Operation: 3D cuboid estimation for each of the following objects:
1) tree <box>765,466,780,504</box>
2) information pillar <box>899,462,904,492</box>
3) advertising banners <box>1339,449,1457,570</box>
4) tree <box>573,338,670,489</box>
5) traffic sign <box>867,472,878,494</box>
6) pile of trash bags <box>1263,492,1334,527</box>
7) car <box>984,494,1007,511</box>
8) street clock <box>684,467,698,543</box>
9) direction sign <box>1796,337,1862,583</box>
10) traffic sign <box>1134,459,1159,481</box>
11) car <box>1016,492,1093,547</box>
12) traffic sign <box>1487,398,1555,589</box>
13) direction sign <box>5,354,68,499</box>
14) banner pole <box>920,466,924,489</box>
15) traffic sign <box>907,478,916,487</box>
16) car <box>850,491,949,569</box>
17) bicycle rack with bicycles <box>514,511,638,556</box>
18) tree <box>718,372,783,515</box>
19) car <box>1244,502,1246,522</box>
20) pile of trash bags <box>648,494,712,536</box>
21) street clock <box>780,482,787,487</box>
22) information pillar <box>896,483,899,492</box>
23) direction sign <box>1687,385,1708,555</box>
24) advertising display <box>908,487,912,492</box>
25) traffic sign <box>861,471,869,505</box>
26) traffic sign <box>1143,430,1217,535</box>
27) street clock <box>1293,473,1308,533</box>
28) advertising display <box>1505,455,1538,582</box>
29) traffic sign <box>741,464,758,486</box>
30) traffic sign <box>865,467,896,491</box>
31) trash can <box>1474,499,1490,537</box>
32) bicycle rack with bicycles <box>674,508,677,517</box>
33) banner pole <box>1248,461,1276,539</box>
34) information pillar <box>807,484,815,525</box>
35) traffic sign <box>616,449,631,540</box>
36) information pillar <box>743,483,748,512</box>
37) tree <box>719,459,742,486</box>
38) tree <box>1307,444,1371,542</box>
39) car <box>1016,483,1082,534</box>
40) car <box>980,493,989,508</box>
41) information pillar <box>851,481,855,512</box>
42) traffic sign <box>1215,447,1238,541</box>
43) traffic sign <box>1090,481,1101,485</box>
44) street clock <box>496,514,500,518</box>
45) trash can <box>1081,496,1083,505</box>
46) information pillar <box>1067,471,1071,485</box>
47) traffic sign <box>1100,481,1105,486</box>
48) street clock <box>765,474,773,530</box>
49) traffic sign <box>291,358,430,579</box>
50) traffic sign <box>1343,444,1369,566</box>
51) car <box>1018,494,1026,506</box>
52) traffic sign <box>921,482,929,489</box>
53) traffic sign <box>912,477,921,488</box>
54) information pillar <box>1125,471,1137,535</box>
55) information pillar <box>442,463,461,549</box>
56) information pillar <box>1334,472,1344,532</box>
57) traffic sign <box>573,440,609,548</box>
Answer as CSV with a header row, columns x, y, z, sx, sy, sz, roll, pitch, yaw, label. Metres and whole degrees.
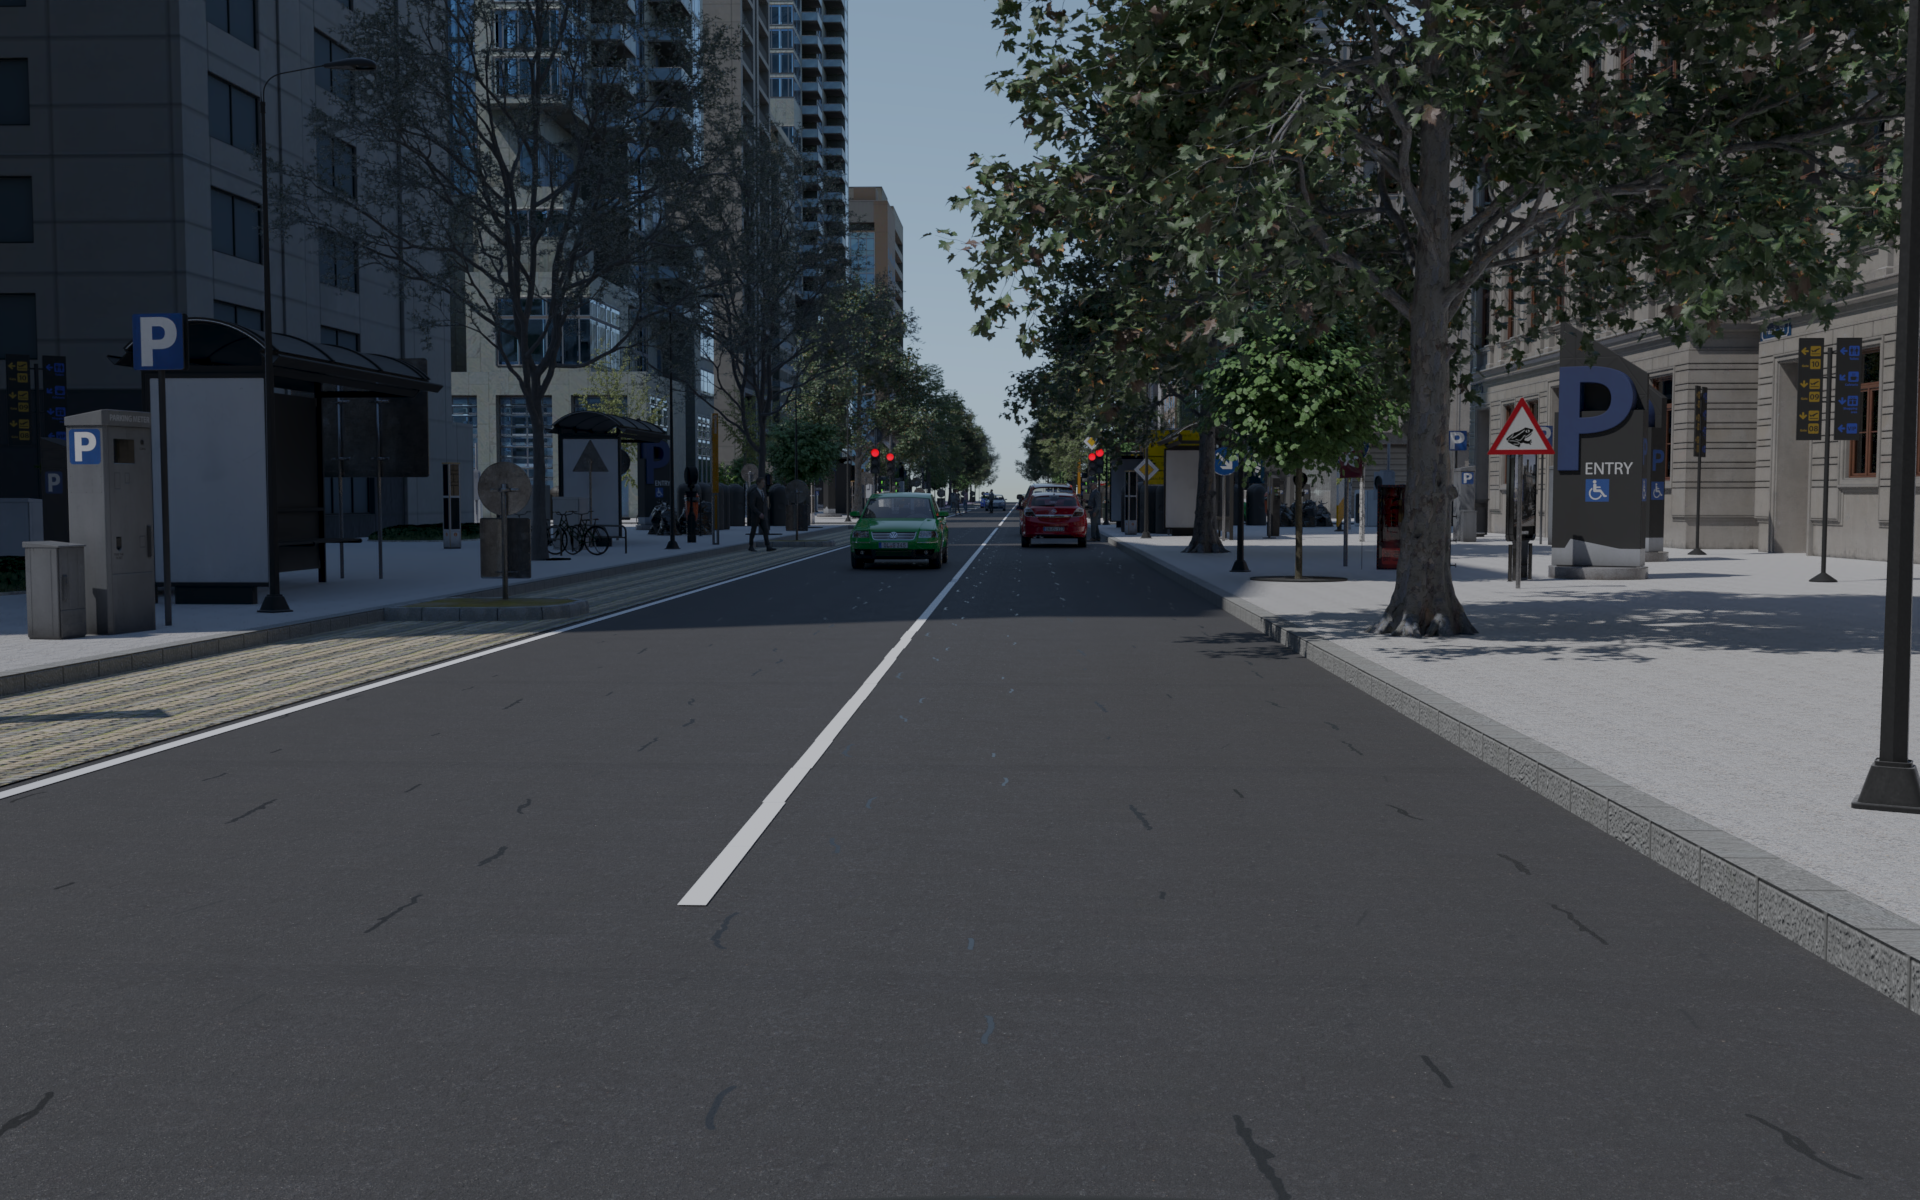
x,y,z,sx,sy,sz,roll,pitch,yaw,label
-12.923,-7.522,117.586,1.663,3.219,1.824,0,3,0,tree
-3.772,-7.347,111.480,0.183,3.616,0.504,-3,5,-39,information pillar
7.340,-2.024,29.287,2.074,3.025,0.090,1,4,9,advertising banners
-16.225,-8.087,82.579,4.737,8.622,4.395,0,3,0,tree
-4.850,-5.941,97.235,0.768,2.556,0.104,0,4,5,traffic sign
12.910,-3.514,67.202,3.447,1.369,1.912,-3,5,-45,pile of trash bags
3.041,-8.321,148.053,2.014,1.417,4.499,0,4,2,car
-7.082,-2.514,45.668,0.358,2.002,0.471,-2,4,-29,street clock
12.595,-2.029,25.165,0.876,3.537,0.379,0,4,4,direction sign
5.777,-3.212,53.709,0.795,2.450,0.064,0,4,3,traffic sign
2.615,-2.387,48.072,2.155,1.783,4.494,0,4,3,car
7.577,-1.434,23.442,0.884,2.594,0.081,0,4,7,traffic sign
-15.032,-2.219,28.276,0.876,3.537,0.379,-3,4,-36,direction sign
-3.066,-9.134,139.363,0.401,3.779,0.863,-2,4,-24,banner pole
-3.689,-7.736,126.492,0.884,2.594,0.081,0,4,6,traffic sign
-1.180,-1.587,34.740,1.959,1.807,4.718,0,4,2,car
-8.402,-1.445,37.015,2.925,0.926,2.852,3,4,39,bicycle rack with bicycles
-12.801,-9.498,105.646,4.737,8.622,4.395,0,3,0,tree
10.765,-4.145,76.570,4.718,1.807,1.959,0,4,0,car
-8.575,-2.701,53.917,1.912,1.369,3.447,-1,4,-19,pile of trash bags
-8.406,-4.834,83.613,0.471,2.002,0.358,1,4,13,street clock
-4.091,-6.490,110.599,0.304,2.012,0.304,2,4,32,information pillar
15.566,-2.720,36.470,0.379,3.537,0.876,3,4,37,direction sign
-4.308,-8.191,139.138,0.974,1.923,0.123,1,4,19,advertising display
-5.340,-5.969,97.695,0.768,2.556,0.104,0,4,5,traffic sign
6.824,-3.669,53.853,2.265,3.308,0.079,0,4,6,traffic sign
11.126,-3.187,56.684,0.471,2.002,0.358,0,4,6,street clock
8.306,-1.249,25.638,0.123,1.923,0.974,3,4,37,advertising display
-8.836,-4.446,72.802,0.768,2.556,0.104,1,4,9,traffic sign
-5.681,-7.953,123.911,2.265,3.308,0.079,1,4,11,traffic sign
15.460,-2.455,51.793,0.748,1.137,0.748,0,3,0,trash can
-10.794,-3.193,65.593,2.925,0.926,2.852,-1,4,-19,bicycle rack with bicycles
8.728,-3.669,50.008,0.863,3.779,0.401,2,4,27,banner pole
-6.315,-4.188,72.968,0.304,2.012,0.304,1,4,20,information pillar
-9.504,-2.928,47.982,0.768,2.556,0.104,0,4,6,traffic sign
-14.603,-6.943,118.016,0.304,2.012,0.304,0,4,-6,information pillar
-13.066,-6.139,94.975,1.663,3.219,1.824,0,3,0,tree
10.584,-5.875,46.417,4.737,8.622,4.395,0,3,0,tree
3.114,-3.145,60.092,2.281,1.827,5.304,0,4,0,car
2.979,-10.226,176.787,1.945,1.707,3.694,0,4,4,car
-5.971,-5.697,97.637,0.304,2.012,0.304,-1,4,-15,information pillar
7.173,-2.871,47.055,0.768,2.556,0.104,0,4,4,traffic sign
7.870,-6.231,101.879,0.884,2.594,0.081,0,4,5,traffic sign
-15.692,-3.330,59.021,0.471,2.002,0.358,-3,4,-38,street clock
8.587,-6.551,118.768,0.748,1.137,0.748,0,3,0,trash can
9.447,-9.705,150.025,0.504,3.616,0.183,3,5,41,information pillar
8.410,-6.256,102.387,0.768,2.556,0.104,1,4,8,traffic sign
-6.881,-3.484,61.533,0.358,2.002,0.471,2,4,30,street clock
-9.073,-1.975,26.162,2.265,3.308,0.079,1,4,12,traffic sign
6.839,-1.868,30.654,0.768,2.556,0.104,0,4,7,traffic sign
7.448,-11.306,194.636,2.009,1.686,4.222,0,4,3,car
-2.857,-8.540,141.759,0.606,2.300,0.079,1,4,8,traffic sign
-3.267,-7.905,129.349,0.768,2.556,0.104,0,4,7,traffic sign
5.378,-3.057,54.477,0.304,2.012,0.304,-1,4,-20,information pillar
-11.900,-2.205,40.539,0.304,2.012,0.304,3,5,42,information pillar
13.083,-4.161,59.394,0.504,3.616,0.183,-3,5,-43,information pillar
-8.854,-2.538,41.506,0.884,2.594,0.081,0,4,5,traffic sign
